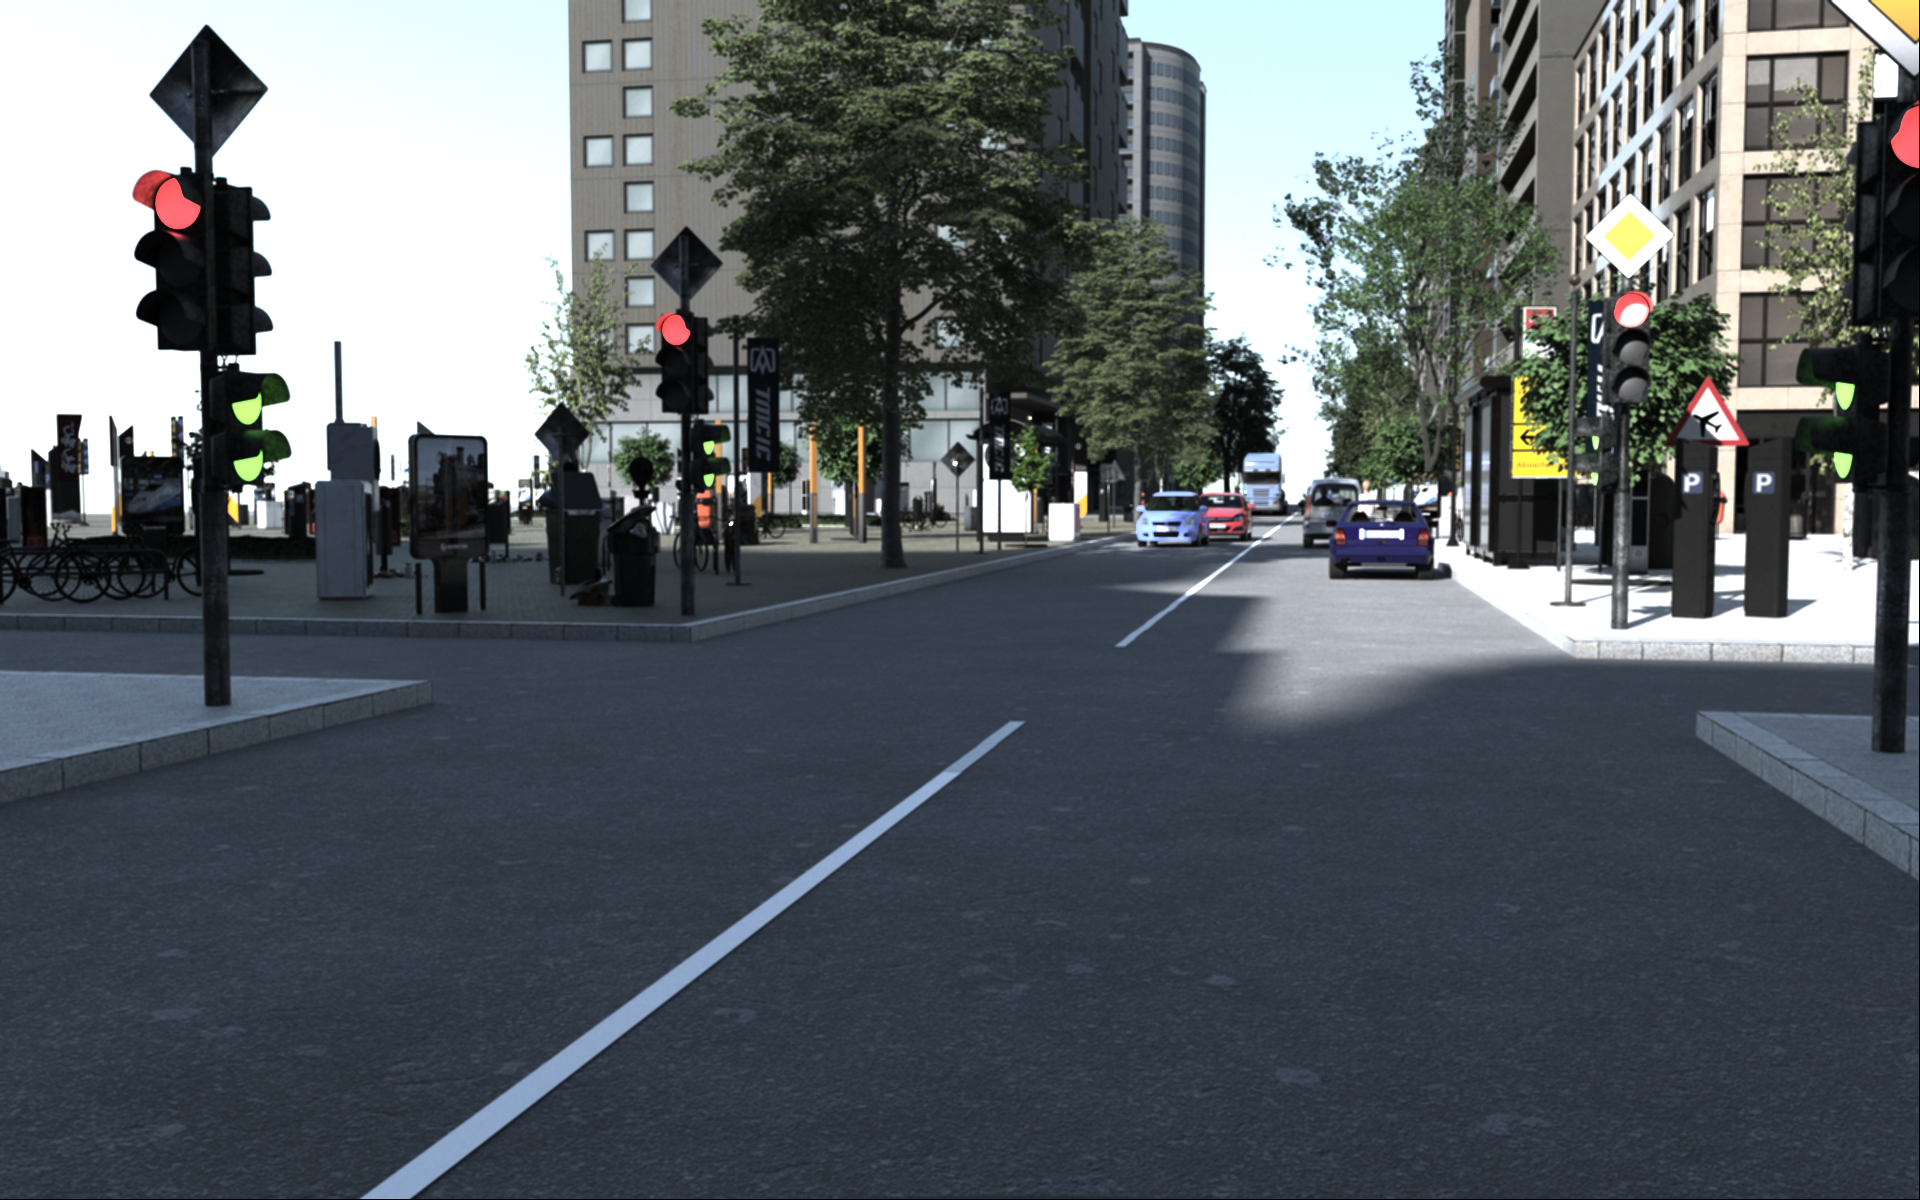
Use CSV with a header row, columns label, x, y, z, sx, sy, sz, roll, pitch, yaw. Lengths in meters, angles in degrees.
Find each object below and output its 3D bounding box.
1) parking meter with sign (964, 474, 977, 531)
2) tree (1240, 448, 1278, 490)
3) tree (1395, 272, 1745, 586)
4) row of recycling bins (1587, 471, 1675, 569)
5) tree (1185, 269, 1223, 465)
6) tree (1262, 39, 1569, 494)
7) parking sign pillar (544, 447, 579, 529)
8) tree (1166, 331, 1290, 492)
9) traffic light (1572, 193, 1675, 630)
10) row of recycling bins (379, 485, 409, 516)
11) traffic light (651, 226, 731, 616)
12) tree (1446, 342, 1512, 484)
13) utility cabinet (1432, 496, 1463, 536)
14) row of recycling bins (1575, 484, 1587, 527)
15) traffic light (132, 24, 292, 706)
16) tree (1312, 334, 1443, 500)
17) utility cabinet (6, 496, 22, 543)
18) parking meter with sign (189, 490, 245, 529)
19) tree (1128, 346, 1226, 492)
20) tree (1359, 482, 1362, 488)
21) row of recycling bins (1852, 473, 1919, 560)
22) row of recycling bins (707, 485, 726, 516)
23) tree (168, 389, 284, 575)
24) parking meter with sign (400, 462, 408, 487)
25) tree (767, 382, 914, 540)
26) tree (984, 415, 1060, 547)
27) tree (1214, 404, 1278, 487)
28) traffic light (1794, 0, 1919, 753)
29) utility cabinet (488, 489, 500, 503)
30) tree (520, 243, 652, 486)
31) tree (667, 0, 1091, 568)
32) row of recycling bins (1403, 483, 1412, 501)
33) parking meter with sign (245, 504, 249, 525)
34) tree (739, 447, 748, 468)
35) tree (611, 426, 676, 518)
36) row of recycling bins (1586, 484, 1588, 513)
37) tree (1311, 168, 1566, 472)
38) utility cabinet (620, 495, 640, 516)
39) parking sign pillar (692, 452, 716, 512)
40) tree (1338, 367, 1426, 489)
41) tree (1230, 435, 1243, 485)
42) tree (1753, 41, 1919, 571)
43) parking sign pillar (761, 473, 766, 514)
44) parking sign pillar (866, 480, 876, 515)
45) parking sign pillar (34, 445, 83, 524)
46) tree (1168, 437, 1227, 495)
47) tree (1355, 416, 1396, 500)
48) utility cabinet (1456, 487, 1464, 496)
label,x,y,z,sx,sy,sz,roll,pitch,yaw
parking meter with sign,0.914,-3.953,60.891,1.738,3.016,0.543,-3,5,-42
tree,34.415,-15.472,203.334,4.360,8.622,3.978,0,3,0
tree,9.399,-2.506,24.694,4.285,4.588,4.351,0,3,0
row of recycling bins,12.122,-1.471,31.164,1.069,1.692,3.534,1,4,13
tree,6.942,-9.373,71.376,7.486,12.596,7.792,0,3,0
tree,19.574,-13.416,75.237,12.611,20.169,13.585,0,3,0
parking sign pillar,-14.567,-4.598,63.644,1.447,3.967,1.447,3,5,39
tree,20.672,-13.930,134.413,9.857,13.997,8.962,0,3,0
traffic light,6.250,-1.678,16.354,0.839,4.253,0.868,1,4,12
row of recycling bins,-27.711,-4.565,81.745,3.534,1.692,1.069,0,4,-5
traffic light,-2.868,-1.793,18.235,0.839,4.253,0.868,1,4,12
tree,25.885,-8.206,84.530,4.737,8.622,4.395,0,3,0
utility cabinet,15.000,-2.567,53.133,1.020,1.237,0.306,0,4,-1
row of recycling bins,24.966,-3.776,68.857,1.069,1.692,3.534,0,4,-3
traffic light,-4.502,-1.315,10.419,0.839,4.253,0.868,1,4,12
tree,30.203,-12.680,124.320,9.611,12.733,9.660,0,3,0
utility cabinet,-24.908,-2.101,45.516,0.306,1.237,1.020,-2,4,-34
parking meter with sign,-27.170,-4.091,63.150,1.738,3.016,0.543,-1,4,-11
tree,10.283,-8.372,87.242,4.360,8.622,3.978,0,3,0
tree,40.207,-11.039,175.085,1.663,3.219,1.824,0,3,0
row of recycling bins,18.730,-1.715,35.151,1.069,1.692,3.534,1,4,19
row of recycling bins,-10.774,-4.286,77.194,1.069,1.692,3.534,0,4,-3
tree,-11.641,-2.014,27.535,1.663,3.219,1.824,0,3,0
parking meter with sign,-30.316,-6.043,95.060,0.543,3.016,1.738,-1,4,-10
tree,-3.021,-3.975,48.699,4.285,4.588,4.351,0,3,0
tree,1.695,-2.905,42.101,1.663,3.219,1.824,0,3,0
tree,27.254,-14.287,168.008,7.601,10.594,8.767,0,4,1
traffic light,4.617,-1.200,8.537,0.839,4.253,0.868,1,4,12
utility cabinet,-20.022,-3.973,73.632,1.173,1.500,0.318,3,5,42
tree,-11.195,-6.179,51.384,4.737,8.622,4.395,0,3,0
tree,-1.023,-6.811,29.494,7.486,12.596,7.792,0,3,0
row of recycling bins,15.845,-3.217,59.709,1.069,1.692,3.534,1,4,18
parking meter with sign,-30.089,-4.576,71.083,0.543,3.016,1.738,2,4,31
tree,-9.904,-6.554,90.874,4.285,4.588,4.351,0,3,0
tree,-15.206,-6.104,83.520,4.285,4.588,4.351,0,3,0
row of recycling bins,16.072,-2.102,41.473,1.069,1.692,3.534,0,4,6
tree,14.868,-7.861,54.283,9.928,11.665,9.643,0,3,0
utility cabinet,-17.020,-4.782,89.340,1.020,1.237,0.306,-1,4,-12
parking sign pillar,-11.967,-5.712,81.858,1.447,3.967,1.447,-2,4,-32
tree,24.903,-9.183,100.506,4.737,8.622,4.395,0,3,0
tree,30.174,-14.270,183.675,4.737,8.622,4.395,0,3,0
tree,15.046,-4.791,28.701,4.737,8.622,4.395,0,3,0
parking sign pillar,-9.461,-5.712,81.865,1.447,3.967,1.447,0,4,1
parking sign pillar,-4.051,-5.421,77.107,1.447,3.967,1.447,0,4,-7
parking sign pillar,-38.844,-5.290,74.971,1.447,3.967,1.447,2,4,35
tree,13.499,-7.059,99.136,4.285,4.588,4.351,0,3,0
tree,16.787,-4.921,64.177,4.285,4.588,4.351,0,3,0
utility cabinet,16.691,-2.935,56.662,1.173,1.500,0.318,-2,4,-31
